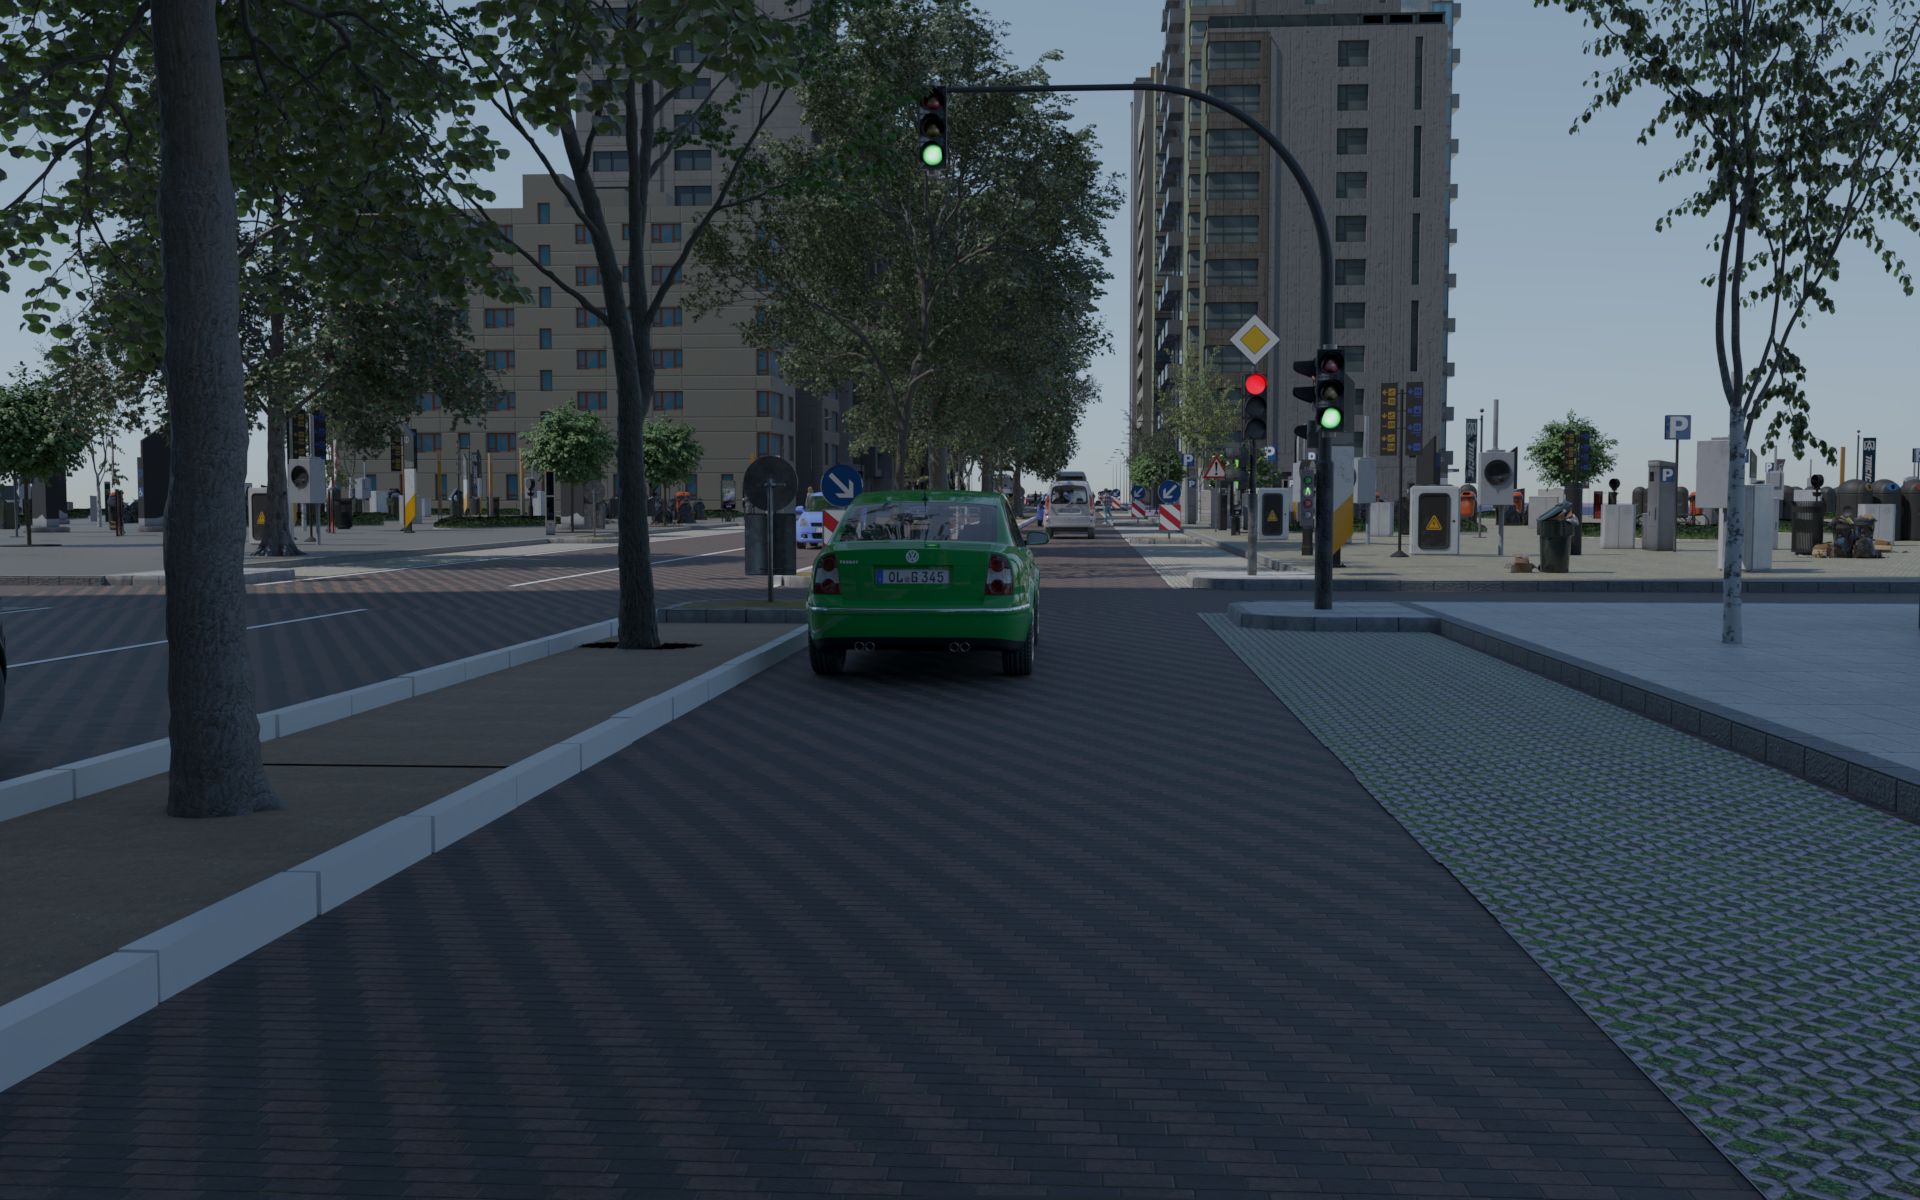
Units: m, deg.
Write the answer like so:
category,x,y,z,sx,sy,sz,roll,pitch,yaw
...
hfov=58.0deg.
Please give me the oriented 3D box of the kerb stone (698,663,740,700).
category,x,y,z,sx,sy,sz,roll,pitch,yaw
kerb stone,-1.768,0.596,12.519,0.120,0.150,1.000,0,4,4

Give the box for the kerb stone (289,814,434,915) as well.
category,x,y,z,sx,sy,sz,roll,pitch,yaw
kerb stone,-2.199,0.966,6.397,0.120,0.150,1.000,0,4,4

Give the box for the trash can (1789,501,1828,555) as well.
category,x,y,z,sx,sy,sz,roll,pitch,yaw
trash can,17.812,-1.513,36.395,0.748,1.137,0.748,0,3,0

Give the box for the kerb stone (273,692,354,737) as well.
category,x,y,z,sx,sy,sz,roll,pitch,yaw
kerb stone,-4.005,0.713,10.631,0.120,0.150,1.000,0,4,4

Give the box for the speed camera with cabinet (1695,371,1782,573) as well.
category,x,y,z,sx,sy,sz,roll,pitch,yaw
speed camera with cabinet,12.822,-2.098,28.633,0.660,3.252,2.038,3,5,44

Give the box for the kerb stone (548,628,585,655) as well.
category,x,y,z,sx,sy,sz,roll,pitch,yaw
kerb stone,-3.641,0.394,15.756,0.120,0.150,1.000,0,4,4

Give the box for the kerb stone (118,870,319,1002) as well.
category,x,y,z,sx,sy,sz,roll,pitch,yaw
kerb stone,-2.277,1.029,5.378,0.120,0.150,1.000,0,4,4

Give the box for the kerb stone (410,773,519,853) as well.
category,x,y,z,sx,sy,sz,roll,pitch,yaw
kerb stone,-2.121,0.906,7.417,0.120,0.150,1.000,0,4,4

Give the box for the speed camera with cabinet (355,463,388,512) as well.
category,x,y,z,sx,sy,sz,roll,pitch,yaw
speed camera with cabinet,-33.536,-6.389,98.792,0.660,3.252,2.038,2,4,27

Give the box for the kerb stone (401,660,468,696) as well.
category,x,y,z,sx,sy,sz,roll,pitch,yaw
kerb stone,-3.863,0.582,12.685,0.120,0.150,1.000,0,4,4

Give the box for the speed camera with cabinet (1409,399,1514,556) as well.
category,x,y,z,sx,sy,sz,roll,pitch,yaw
speed camera with cabinet,10.480,-2.560,36.185,2.038,3.252,0.660,1,4,11

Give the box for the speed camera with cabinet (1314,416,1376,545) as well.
category,x,y,z,sx,sy,sz,roll,pitch,yaw
speed camera with cabinet,9.875,-3.066,44.467,0.660,3.252,2.038,-1,4,-19

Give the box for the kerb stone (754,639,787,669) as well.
category,x,y,z,sx,sy,sz,roll,pitch,yaw
kerb stone,-1.623,0.470,14.563,0.120,0.150,1.000,0,4,4

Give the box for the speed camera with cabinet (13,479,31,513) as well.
category,x,y,z,sx,sy,sz,roll,pitch,yaw
speed camera with cabinet,-44.846,-5.378,82.271,2.038,3.252,0.660,3,5,41

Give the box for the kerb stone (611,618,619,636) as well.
category,x,y,z,sx,sy,sz,roll,pitch,yaw
kerb stone,-3.499,0.269,17.806,0.120,0.150,1.000,0,4,4

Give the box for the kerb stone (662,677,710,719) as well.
category,x,y,z,sx,sy,sz,roll,pitch,yaw
kerb stone,-1.841,0.658,11.499,0.120,0.150,1.000,0,4,4

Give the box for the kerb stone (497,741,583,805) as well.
category,x,y,z,sx,sy,sz,roll,pitch,yaw
kerb stone,-2.054,0.847,8.437,0.120,0.150,1.000,0,4,4

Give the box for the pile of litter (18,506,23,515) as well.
category,x,y,z,sx,sy,sz,roll,pitch,yaw
pile of litter,-42.171,-3.903,77.782,1.719,0.858,1.176,3,4,38

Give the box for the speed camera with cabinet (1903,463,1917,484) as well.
category,x,y,z,sx,sy,sz,roll,pitch,yaw
speed camera with cabinet,49.831,-5.918,91.101,0.660,3.252,2.038,1,4,19

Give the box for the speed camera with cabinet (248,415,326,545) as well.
category,x,y,z,sx,sy,sz,roll,pitch,yaw
speed camera with cabinet,-16.960,-3.013,43.593,2.038,3.252,0.660,1,4,23

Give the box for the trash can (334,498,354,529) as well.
category,x,y,z,sx,sy,sz,roll,pitch,yaw
trash can,-22.541,-3.161,63.329,0.748,1.137,0.748,0,3,0

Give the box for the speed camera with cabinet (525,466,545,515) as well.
category,x,y,z,sx,sy,sz,roll,pitch,yaw
speed camera with cabinet,-23.976,-6.339,97.974,0.660,3.252,2.038,1,4,15

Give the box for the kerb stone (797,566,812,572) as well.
category,x,y,z,sx,sy,sz,roll,pitch,yaw
kerb stone,-2.671,-0.453,29.603,0.120,0.150,1.000,0,4,4

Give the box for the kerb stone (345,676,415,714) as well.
category,x,y,z,sx,sy,sz,roll,pitch,yaw
kerb stone,-3.938,0.654,11.652,0.120,0.150,1.000,0,4,4

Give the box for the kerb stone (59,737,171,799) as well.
category,x,y,z,sx,sy,sz,roll,pitch,yaw
kerb stone,-4.150,0.832,8.585,0.120,0.150,1.000,0,4,4

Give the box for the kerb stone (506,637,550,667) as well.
category,x,y,z,sx,sy,sz,roll,pitch,yaw
kerb stone,-3.718,0.457,14.725,0.120,0.150,1.000,0,4,4

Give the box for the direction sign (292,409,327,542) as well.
category,x,y,z,sx,sy,sz,roll,pitch,yaw
direction sign,-17.480,-3.338,46.579,0.876,3.537,0.379,-3,4,-36

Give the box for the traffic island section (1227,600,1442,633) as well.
category,x,y,z,sx,sy,sz,roll,pitch,yaw
traffic island section,4.067,0.180,19.344,2.009,0.180,2.903,0,4,4

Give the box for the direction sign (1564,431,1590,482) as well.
category,x,y,z,sx,sy,sz,roll,pitch,yaw
direction sign,22.012,-4.273,61.861,0.876,3.537,0.379,0,3,0

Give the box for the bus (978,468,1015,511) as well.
category,x,y,z,sx,sy,sz,roll,pitch,yaw
bus,3.061,-8.839,136.059,2.896,3.916,12.252,0,4,2

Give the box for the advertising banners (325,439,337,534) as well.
category,x,y,z,sx,sy,sz,roll,pitch,yaw
advertising banners,-20.429,-3.676,56.298,0.090,3.025,2.074,-2,4,-29

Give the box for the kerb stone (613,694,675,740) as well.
category,x,y,z,sx,sy,sz,roll,pitch,yaw
kerb stone,-1.919,0.717,10.477,0.120,0.150,1.000,0,4,4

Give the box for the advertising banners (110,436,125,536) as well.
category,x,y,z,sx,sy,sz,roll,pitch,yaw
advertising banners,-25.760,-3.471,52.936,0.090,3.025,2.074,-1,4,-18

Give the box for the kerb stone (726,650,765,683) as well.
category,x,y,z,sx,sy,sz,roll,pitch,yaw
kerb stone,-1.700,0.529,13.540,0.120,0.150,1.000,0,4,4

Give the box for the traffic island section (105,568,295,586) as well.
category,x,y,z,sx,sy,sz,roll,pitch,yaw
traffic island section,-12.322,-0.381,28.503,2.009,0.180,2.903,0,4,4

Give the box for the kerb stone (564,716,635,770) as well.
category,x,y,z,sx,sy,sz,roll,pitch,yaw
kerb stone,-1.980,0.785,9.456,0.120,0.150,1.000,0,4,4

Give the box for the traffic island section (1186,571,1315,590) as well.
category,x,y,z,sx,sy,sz,roll,pitch,yaw
traffic island section,4.628,-0.308,27.310,2.009,0.180,2.903,0,4,4

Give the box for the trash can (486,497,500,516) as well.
category,x,y,z,sx,sy,sz,roll,pitch,yaw
trash can,-23.856,-4.702,88.539,0.748,1.137,0.748,0,3,0

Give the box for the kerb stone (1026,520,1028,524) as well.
category,x,y,z,sx,sy,sz,roll,pitch,yaw
kerb stone,2.872,-3.446,78.530,0.120,0.150,1.000,0,4,4

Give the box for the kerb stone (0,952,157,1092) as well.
category,x,y,z,sx,sy,sz,roll,pitch,yaw
kerb stone,-2.343,1.094,4.358,0.120,0.150,1.000,0,4,4

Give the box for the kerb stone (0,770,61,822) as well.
category,x,y,z,sx,sy,sz,roll,pitch,yaw
kerb stone,-4.223,0.895,7.563,0.120,0.150,1.000,0,4,4

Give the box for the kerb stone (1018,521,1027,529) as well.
category,x,y,z,sx,sy,sz,roll,pitch,yaw
kerb stone,2.807,-3.383,77.506,0.120,0.150,1.000,0,4,4

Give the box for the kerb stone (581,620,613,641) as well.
category,x,y,z,sx,sy,sz,roll,pitch,yaw
kerb stone,-3.583,0.334,16.781,0.120,0.150,1.000,0,4,4

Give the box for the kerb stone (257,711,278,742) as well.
category,x,y,z,sx,sy,sz,roll,pitch,yaw
kerb stone,-4.088,0.770,9.606,0.120,0.150,1.000,0,4,4

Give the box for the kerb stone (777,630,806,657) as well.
category,x,y,z,sx,sy,sz,roll,pitch,yaw
kerb stone,-1.552,0.406,15.592,0.120,0.150,1.000,0,4,4

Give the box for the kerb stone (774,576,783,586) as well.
category,x,y,z,sx,sy,sz,roll,pitch,yaw
kerb stone,-2.822,-0.328,27.559,0.120,0.150,1.000,0,4,4

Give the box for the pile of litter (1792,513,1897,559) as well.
category,x,y,z,sx,sy,sz,roll,pitch,yaw
pile of litter,17.745,-1.281,34.902,1.719,0.858,1.176,3,4,38

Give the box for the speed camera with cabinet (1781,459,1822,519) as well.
category,x,y,z,sx,sy,sz,roll,pitch,yaw
speed camera with cabinet,33.716,-4.632,70.072,2.038,3.252,0.660,1,4,23

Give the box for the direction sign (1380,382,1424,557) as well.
category,x,y,z,sx,sy,sz,roll,pitch,yaw
direction sign,8.948,-2.640,35.157,0.876,3.537,0.379,2,4,34

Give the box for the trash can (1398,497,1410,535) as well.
category,x,y,z,sx,sy,sz,roll,pitch,yaw
trash can,14.107,-2.615,54.412,0.748,1.137,0.748,0,3,0

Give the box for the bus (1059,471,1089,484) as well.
category,x,y,z,sx,sy,sz,roll,pitch,yaw
bus,9.451,-9.284,146.654,2.948,3.499,13.247,0,4,4

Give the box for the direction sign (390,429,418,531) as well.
category,x,y,z,sx,sy,sz,roll,pitch,yaw
direction sign,-19.234,-4.157,59.967,0.876,3.537,0.379,-1,4,-19

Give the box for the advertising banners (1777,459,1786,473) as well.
category,x,y,z,sx,sy,sz,roll,pitch,yaw
advertising banners,39.982,-5.484,85.844,2.074,3.025,0.090,-1,4,-12

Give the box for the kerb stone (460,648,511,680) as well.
category,x,y,z,sx,sy,sz,roll,pitch,yaw
kerb stone,-3.794,0.519,13.705,0.120,0.150,1.000,0,4,4

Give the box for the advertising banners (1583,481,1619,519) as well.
category,x,y,z,sx,sy,sz,roll,pitch,yaw
advertising banners,33.157,-5.730,89.866,2.074,3.025,0.090,0,4,-3

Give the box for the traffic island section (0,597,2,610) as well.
category,x,y,z,sx,sy,sz,roll,pitch,yaw
traffic island section,-12.882,0.107,20.537,2.009,0.180,2.903,0,4,4

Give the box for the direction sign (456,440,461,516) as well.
category,x,y,z,sx,sy,sz,roll,pitch,yaw
direction sign,-21.162,-4.962,73.121,0.379,3.537,0.876,-2,4,-25

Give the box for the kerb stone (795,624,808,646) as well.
category,x,y,z,sx,sy,sz,roll,pitch,yaw
kerb stone,-1.485,0.340,16.628,0.120,0.150,1.000,0,4,4

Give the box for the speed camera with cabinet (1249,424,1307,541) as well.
category,x,y,z,sx,sy,sz,roll,pitch,yaw
speed camera with cabinet,9.089,-3.298,48.260,2.038,3.252,0.660,-1,4,-18
